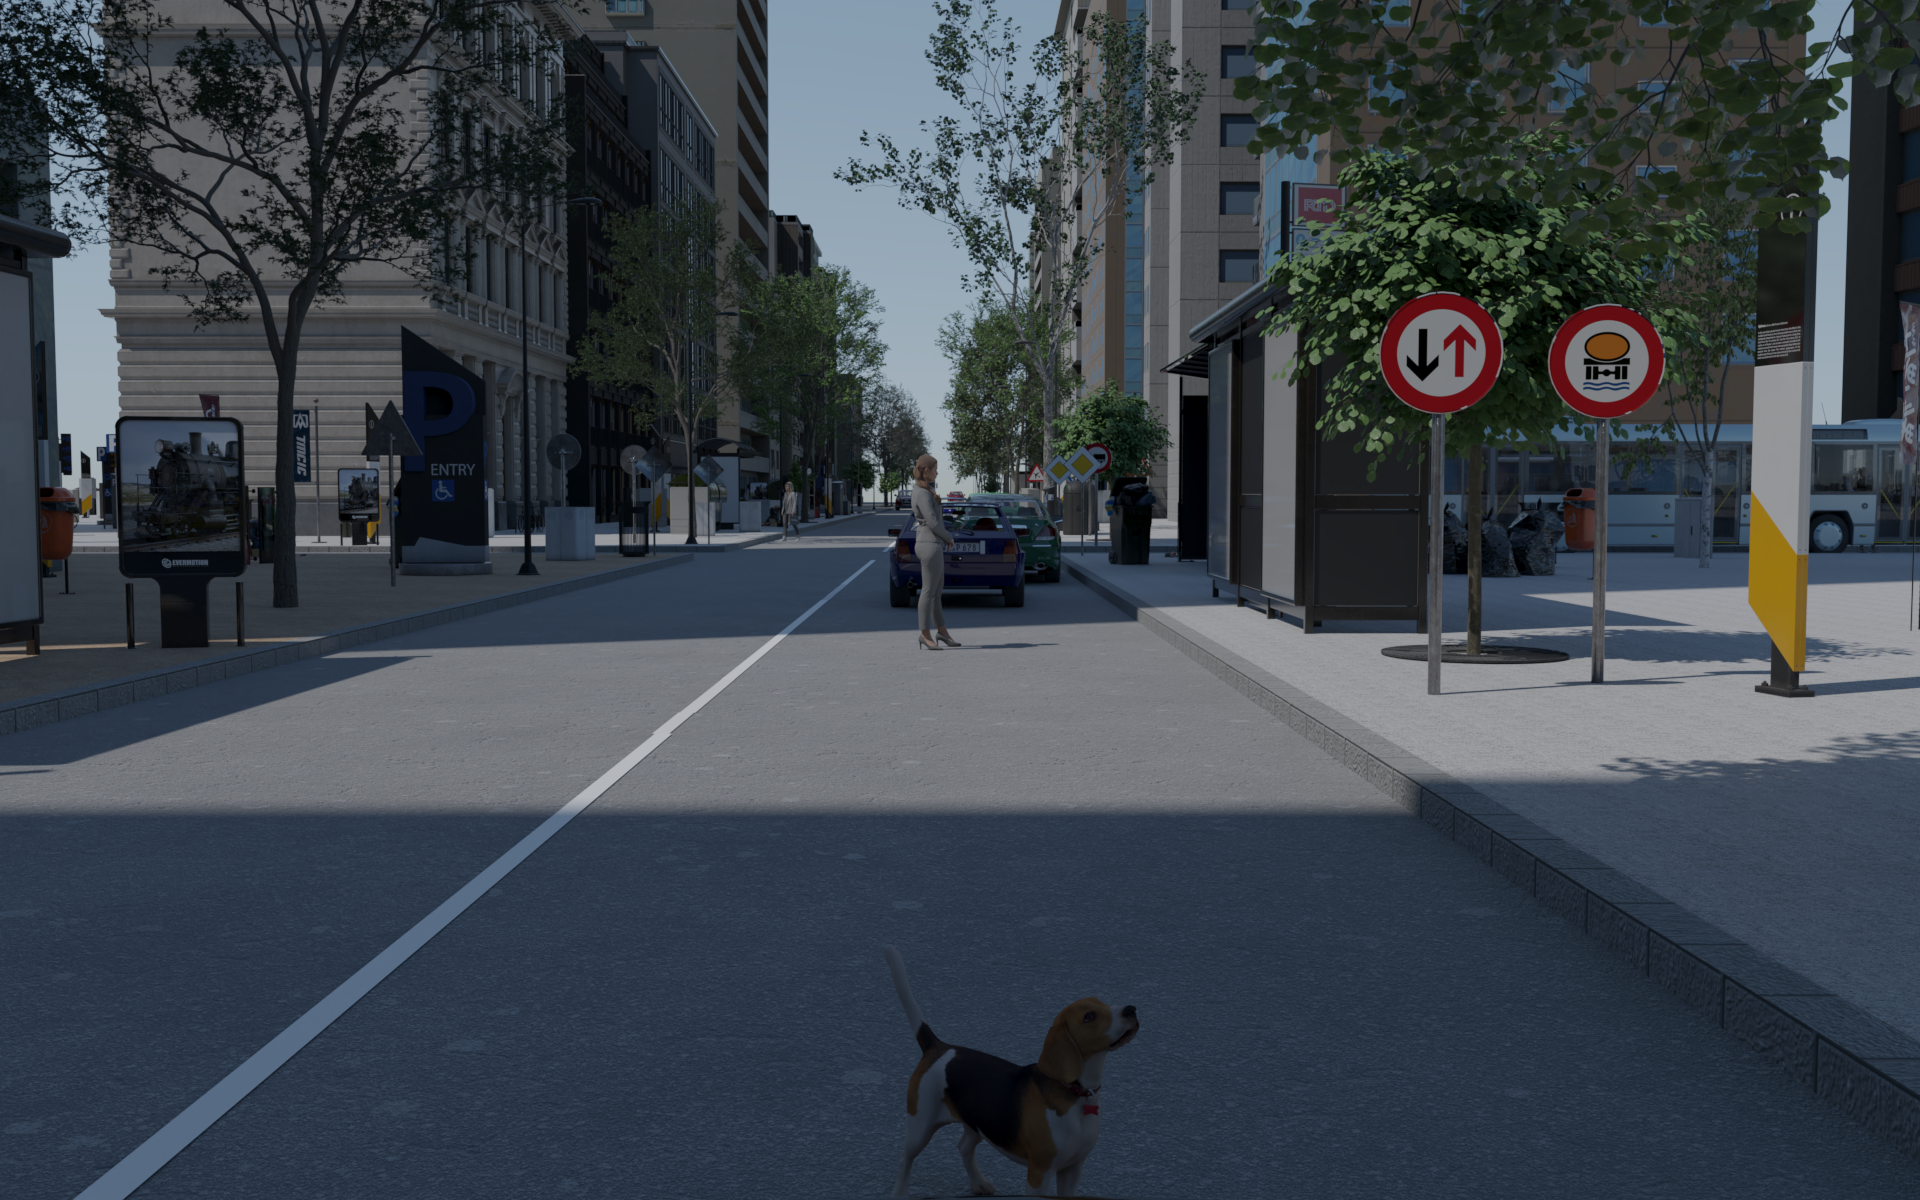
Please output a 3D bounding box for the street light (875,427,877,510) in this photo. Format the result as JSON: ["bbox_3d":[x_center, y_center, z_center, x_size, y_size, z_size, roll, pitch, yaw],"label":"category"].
[{"bbox_3d":[-6.493,-9.040,120.344,1.470,5.913,1.316,0,4,0],"label":"street light"}]

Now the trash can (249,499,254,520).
[{"bbox_3d":[-19.294,-2.126,46.407,0.748,1.137,0.748,0,3,0],"label":"trash can"}]

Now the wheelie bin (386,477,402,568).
[{"bbox_3d":[-9.444,-1.353,30.028,0.693,1.594,0.980,1,4,22],"label":"wheelie bin"}]

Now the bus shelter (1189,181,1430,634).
[{"bbox_3d":[3.939,-2.590,19.977,2.179,5.291,8.768,0,4,0],"label":"bus shelter"}]

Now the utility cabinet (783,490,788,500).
[{"bbox_3d":[-7.925,-4.306,79.079,0.318,1.500,1.173,-1,4,-21],"label":"utility cabinet"}]

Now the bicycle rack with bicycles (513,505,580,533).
[{"bbox_3d":[-13.690,-2.684,57.264,2.852,0.926,2.925,1,4,10],"label":"bicycle rack with bicycles"}]

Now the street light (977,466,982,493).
[{"bbox_3d":[2.116,-9.577,129.127,1.470,5.913,1.316,0,4,0],"label":"street light"}]

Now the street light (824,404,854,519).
[{"bbox_3d":[-6.280,-7.139,89.262,1.470,5.913,1.316,0,4,0],"label":"street light"}]

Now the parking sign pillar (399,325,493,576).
[{"bbox_3d":[-8.239,-2.397,27.668,1.447,3.967,1.447,0,4,-7],"label":"parking sign pillar"}]

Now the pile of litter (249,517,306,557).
[{"bbox_3d":[-14.276,-1.320,35.542,1.719,0.858,1.176,-1,4,-23],"label":"pile of litter"}]

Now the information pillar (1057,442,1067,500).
[{"bbox_3d":[4.510,-5.259,77.340,0.504,3.616,0.183,2,4,29],"label":"information pillar"}]

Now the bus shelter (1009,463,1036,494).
[{"bbox_3d":[4.159,-7.375,114.501,2.014,3.302,5.546,0,4,0],"label":"bus shelter"}]

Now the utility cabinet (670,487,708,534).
[{"bbox_3d":[-8.632,-2.846,55.216,1.173,1.500,0.318,-1,4,-12],"label":"utility cabinet"}]

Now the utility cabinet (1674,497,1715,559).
[{"bbox_3d":[14.769,-1.451,34.887,0.306,1.237,1.020,0,4,-6],"label":"utility cabinet"}]

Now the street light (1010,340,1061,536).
[{"bbox_3d":[2.355,-4.887,52.446,1.470,5.913,1.316,0,4,0],"label":"street light"}]

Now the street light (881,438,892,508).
[{"bbox_3d":[-6.532,-10.384,142.321,1.470,5.913,1.316,0,4,0],"label":"street light"}]

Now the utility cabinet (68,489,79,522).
[{"bbox_3d":[-40.111,-4.228,77.809,1.173,1.500,0.318,2,4,27],"label":"utility cabinet"}]

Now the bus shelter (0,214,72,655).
[{"bbox_3d":[-8.136,-1.944,9.418,2.179,5.291,8.768,0,4,0],"label":"bus shelter"}]

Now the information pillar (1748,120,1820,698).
[{"bbox_3d":[5.255,-1.204,11.046,0.183,3.616,0.504,-1,4,-11],"label":"information pillar"}]

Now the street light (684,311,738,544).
[{"bbox_3d":[-6.334,-4.380,44.153,1.470,5.913,1.316,0,4,0],"label":"street light"}]

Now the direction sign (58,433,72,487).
[{"bbox_3d":[-33.583,-4.439,64.578,0.876,3.537,0.379,-2,4,-34],"label":"direction sign"}]

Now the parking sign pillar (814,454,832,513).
[{"bbox_3d":[-9.040,-7.776,115.604,1.447,3.967,1.447,-1,4,-13],"label":"parking sign pillar"}]

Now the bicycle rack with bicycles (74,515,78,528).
[{"bbox_3d":[-32.968,-2.896,60.736,2.925,0.926,2.852,0,4,3],"label":"bicycle rack with bicycles"}]

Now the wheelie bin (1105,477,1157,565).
[{"bbox_3d":[3.145,-1.448,31.575,0.980,1.594,0.693,-1,4,-20],"label":"wheelie bin"}]

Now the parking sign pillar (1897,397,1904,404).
[{"bbox_3d":[26.415,-3.625,47.747,1.447,3.967,1.447,-3,4,-36],"label":"parking sign pillar"}]

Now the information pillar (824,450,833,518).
[{"bbox_3d":[-6.966,-6.128,91.549,0.183,3.616,0.504,2,4,35],"label":"information pillar"}]

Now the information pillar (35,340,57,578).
[{"bbox_3d":[-14.187,-2.153,26.555,0.504,3.616,0.183,1,4,15],"label":"information pillar"}]

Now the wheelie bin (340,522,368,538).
[{"bbox_3d":[-17.883,-2.640,51.077,0.980,1.594,0.693,0,4,3],"label":"wheelie bin"}]

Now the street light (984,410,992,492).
[{"bbox_3d":[2.148,-7.556,96.087,1.470,5.913,1.316,0,4,0],"label":"street light"}]

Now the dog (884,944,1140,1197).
[{"bbox_3d":[0.083,0.974,3.364,0.540,0.507,0.406,1,4,8],"label":"dog"}]

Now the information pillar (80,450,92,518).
[{"bbox_3d":[-46.600,-6.177,92.345,0.504,3.616,0.183,-1,4,-19],"label":"information pillar"}]

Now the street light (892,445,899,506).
[{"bbox_3d":[-6.599,-11.718,164.133,1.470,5.913,1.316,0,4,0],"label":"street light"}]

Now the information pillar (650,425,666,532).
[{"bbox_3d":[-10.238,-4.095,58.300,0.504,3.616,0.183,3,5,43],"label":"information pillar"}]

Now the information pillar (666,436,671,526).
[{"bbox_3d":[-11.861,-4.815,70.080,0.183,3.616,0.504,2,4,25],"label":"information pillar"}]

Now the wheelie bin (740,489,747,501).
[{"bbox_3d":[-13.260,-5.917,104.648,0.980,1.594,0.693,1,4,15],"label":"wheelie bin"}]

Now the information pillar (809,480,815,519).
[{"bbox_3d":[-7.529,-5.101,87.896,0.304,2.012,0.304,0,4,-6],"label":"information pillar"}]

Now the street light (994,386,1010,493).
[{"bbox_3d":[2.292,-6.222,74.275,1.470,5.913,1.316,0,4,0],"label":"street light"}]

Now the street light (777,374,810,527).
[{"bbox_3d":[-6.373,-5.772,66.916,1.470,5.913,1.316,0,4,0],"label":"street light"}]

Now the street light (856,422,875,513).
[{"bbox_3d":[-6.414,-8.496,111.451,1.470,5.913,1.316,0,4,0],"label":"street light"}]

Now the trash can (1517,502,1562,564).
[{"bbox_3d":[10.139,-1.143,30.342,0.748,1.137,0.748,0,3,0],"label":"trash can"}]

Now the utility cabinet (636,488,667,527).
[{"bbox_3d":[-11.921,-3.563,66.939,1.173,1.500,0.318,-3,4,-38],"label":"utility cabinet"}]

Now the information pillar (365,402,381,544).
[{"bbox_3d":[-15.037,-3.243,44.370,0.183,3.616,0.504,1,4,14],"label":"information pillar"}]

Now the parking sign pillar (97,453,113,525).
[{"bbox_3d":[-35.417,-5.142,72.543,1.447,3.967,1.447,0,4,-2],"label":"parking sign pillar"}]

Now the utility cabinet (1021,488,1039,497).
[{"bbox_3d":[2.717,-3.554,66.782,0.318,1.500,1.173,2,4,23],"label":"utility cabinet"}]

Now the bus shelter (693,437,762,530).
[{"bbox_3d":[-8.698,-4.335,64.803,2.014,3.302,5.546,0,4,0],"label":"bus shelter"}]

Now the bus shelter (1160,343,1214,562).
[{"bbox_3d":[4.643,-2.349,29.695,1.731,3.624,6.357,0,4,0],"label":"bus shelter"}]

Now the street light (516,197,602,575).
[{"bbox_3d":[-6.305,-3.348,27.278,1.470,5.913,1.316,0,4,0],"label":"street light"}]

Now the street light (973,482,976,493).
[{"bbox_3d":[1.870,-13.595,194.818,1.470,5.913,1.316,0,4,0],"label":"street light"}]

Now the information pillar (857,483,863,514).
[{"bbox_3d":[-6.583,-6.685,113.785,0.304,2.012,0.304,1,4,11],"label":"information pillar"}]

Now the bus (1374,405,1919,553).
[{"bbox_3d":[16.261,-2.710,39.174,13.247,3.499,2.948,0,4,-2],"label":"bus"}]

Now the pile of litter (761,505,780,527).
[{"bbox_3d":[-7.554,-3.362,68.937,1.176,0.858,1.719,-2,4,-23],"label":"pile of litter"}]

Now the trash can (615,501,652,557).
[{"bbox_3d":[-6.657,-1.449,35.347,0.748,1.137,0.748,0,3,0],"label":"trash can"}]
